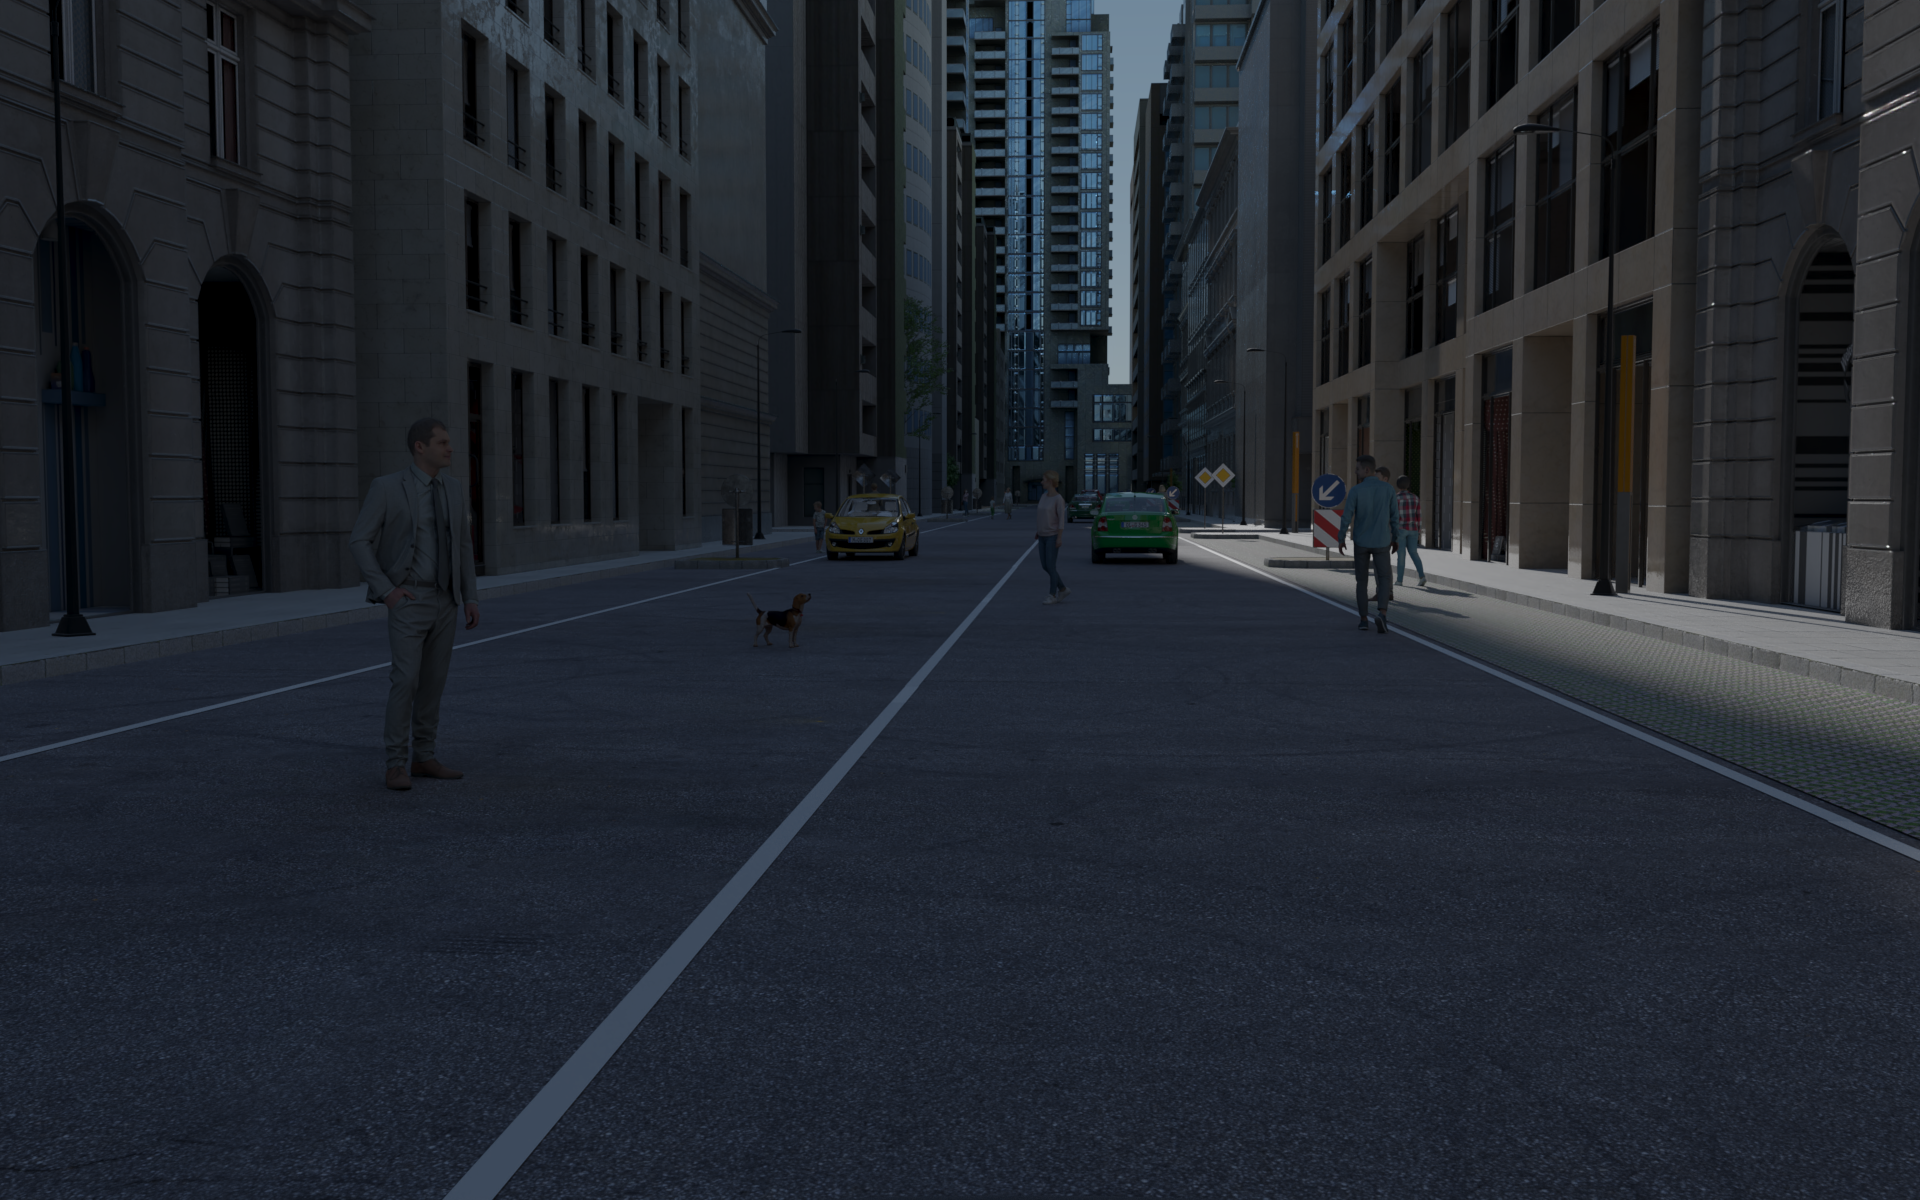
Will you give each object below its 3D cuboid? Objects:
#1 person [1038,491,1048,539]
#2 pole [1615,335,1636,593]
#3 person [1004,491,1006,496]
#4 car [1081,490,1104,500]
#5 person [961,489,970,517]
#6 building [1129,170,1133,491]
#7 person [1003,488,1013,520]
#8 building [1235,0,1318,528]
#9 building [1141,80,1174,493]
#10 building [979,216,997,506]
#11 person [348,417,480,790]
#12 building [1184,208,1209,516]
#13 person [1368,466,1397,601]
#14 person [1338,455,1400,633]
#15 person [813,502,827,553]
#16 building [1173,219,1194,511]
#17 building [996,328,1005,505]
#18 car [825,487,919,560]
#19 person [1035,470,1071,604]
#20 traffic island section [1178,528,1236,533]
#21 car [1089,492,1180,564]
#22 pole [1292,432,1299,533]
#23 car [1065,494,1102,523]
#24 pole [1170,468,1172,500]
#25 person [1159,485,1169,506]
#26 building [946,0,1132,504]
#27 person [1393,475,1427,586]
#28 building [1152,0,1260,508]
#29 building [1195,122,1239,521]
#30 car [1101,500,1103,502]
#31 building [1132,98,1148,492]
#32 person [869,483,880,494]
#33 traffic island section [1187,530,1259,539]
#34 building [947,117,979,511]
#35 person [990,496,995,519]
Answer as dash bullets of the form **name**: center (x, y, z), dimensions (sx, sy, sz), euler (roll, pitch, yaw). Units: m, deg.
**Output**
- **person**: center (2.627, -2.696, 52.600), dimensions (0.620, 1.820, 0.660), euler (-1, 4, -21)
- **pole**: center (8.600, -1.745, 22.372), dimensions (0.158, 3.312, 0.155), euler (0, 3, 0)
- **person**: center (4.181, -9.109, 158.344), dimensions (0.530, 1.710, 0.541), euler (2, 4, 24)
- **car**: center (11.059, -8.445, 146.756), dimensions (2.281, 1.827, 5.304), euler (0, 4, 5)
- **person**: center (0.388, -6.032, 107.711), dimensions (0.643, 1.750, 0.593), euler (-2, 4, -28)
- **building**: center (29.707, -35.406, 229.001), dimensions (14.200, 45.320, 14.600), euler (0, 4, 4)
- **person**: center (2.737, -5.428, 97.466), dimensions (0.478, 1.798, 0.641), euler (3, 4, 38)
- **building**: center (26.708, -15.281, 68.904), dimensions (30.058, 24.678, 14.314), euler (0, 4, 4)
- **building**: center (26.930, -32.726, 185.178), dimensions (14.600, 45.320, 14.200), euler (0, 4, 4)
- **building**: center (-3.548, -24.932, 179.336), dimensions (14.160, 30.474, 14.107), euler (0, 4, 4)
- **person**: center (-2.696, -0.003, 8.648), dimensions (0.391, 1.810, 0.635), euler (2, 4, 28)
- **building**: center (19.612, -15.936, 109.709), dimensions (9.793, 20.994, 18.267), euler (0, 4, 4)
- **person**: center (5.565, -0.885, 23.165), dimensions (0.583, 1.804, 0.606), euler (0, 4, -7)
- **person**: center (4.262, -0.594, 18.069), dimensions (0.638, 1.841, 0.748), euler (1, 4, 14)
- **person**: center (-3.399, -1.769, 42.110), dimensions (0.332, 1.250, 0.352), euler (1, 4, 21)
- **building**: center (21.869, -18.331, 128.592), dimensions (11.050, 23.489, 19.941), euler (0, 4, 4)
- **building**: center (-9.740, -21.953, 203.970), dimensions (28.899, 21.520, 27.650), euler (0, 4, 4)
- **car**: center (-1.937, -1.746, 38.773), dimensions (2.015, 1.641, 3.980), euler (0, 4, 5)
- **person**: center (1.221, -0.825, 22.662), dimensions (0.598, 1.740, 0.731), euler (-3, 5, -40)
- **traffic island section**: center (9.081, -2.559, 64.122), dimensions (2.009, 0.180, 2.903), euler (0, 4, 4)
- **car**: center (3.727, -1.724, 36.988), dimensions (1.959, 1.807, 4.718), euler (0, 4, 6)
- **pole**: center (11.008, -3.852, 56.824), dimensions (0.158, 3.312, 0.155), euler (0, 3, 0)
- **car**: center (6.330, -4.608, 87.141), dimensions (2.131, 1.459, 4.920), euler (0, 4, 5)
- **pole**: center (16.665, -8.733, 136.622), dimensions (0.158, 3.312, 0.155), euler (0, 3, 0)
- **person**: center (8.337, -3.876, 72.057), dimensions (0.709, 1.800, 0.728), euler (0, 3, 0)
- **building**: center (7.370, -56.250, 232.352), dimensions (31.000, 86.520, 22.319), euler (0, 4, 4)
- **person**: center (6.920, -1.072, 26.867), dimensions (0.563, 1.720, 0.643), euler (-1, 4, -17)
- **building**: center (30.467, -33.186, 162.192), dimensions (23.786, 49.044, 30.456), euler (0, 4, 4)
- **building**: center (18.698, -15.526, 90.004), dimensions (11.583, 22.565, 21.152), euler (0, 4, 4)
- **car**: center (8.754, -5.342, 96.142), dimensions (1.959, 1.807, 4.718), euler (0, 4, 2)
- **building**: center (31.227, -35.412, 202.695), dimensions (21.300, 48.544, 21.600), euler (0, 4, 4)
- **person**: center (-2.547, -2.575, 51.147), dimensions (0.519, 1.759, 0.362), euler (-2, 4, -32)
- **traffic island section**: center (8.536, -2.072, 56.156), dimensions (2.009, 0.180, 2.903), euler (0, 4, 4)
- **building**: center (-6.205, -22.110, 133.192), dimensions (14.160, 30.474, 14.107), euler (0, 4, 4)
- **person**: center (1.825, -5.202, 97.808), dimensions (0.306, 1.304, 0.590), euler (1, 4, 16)
